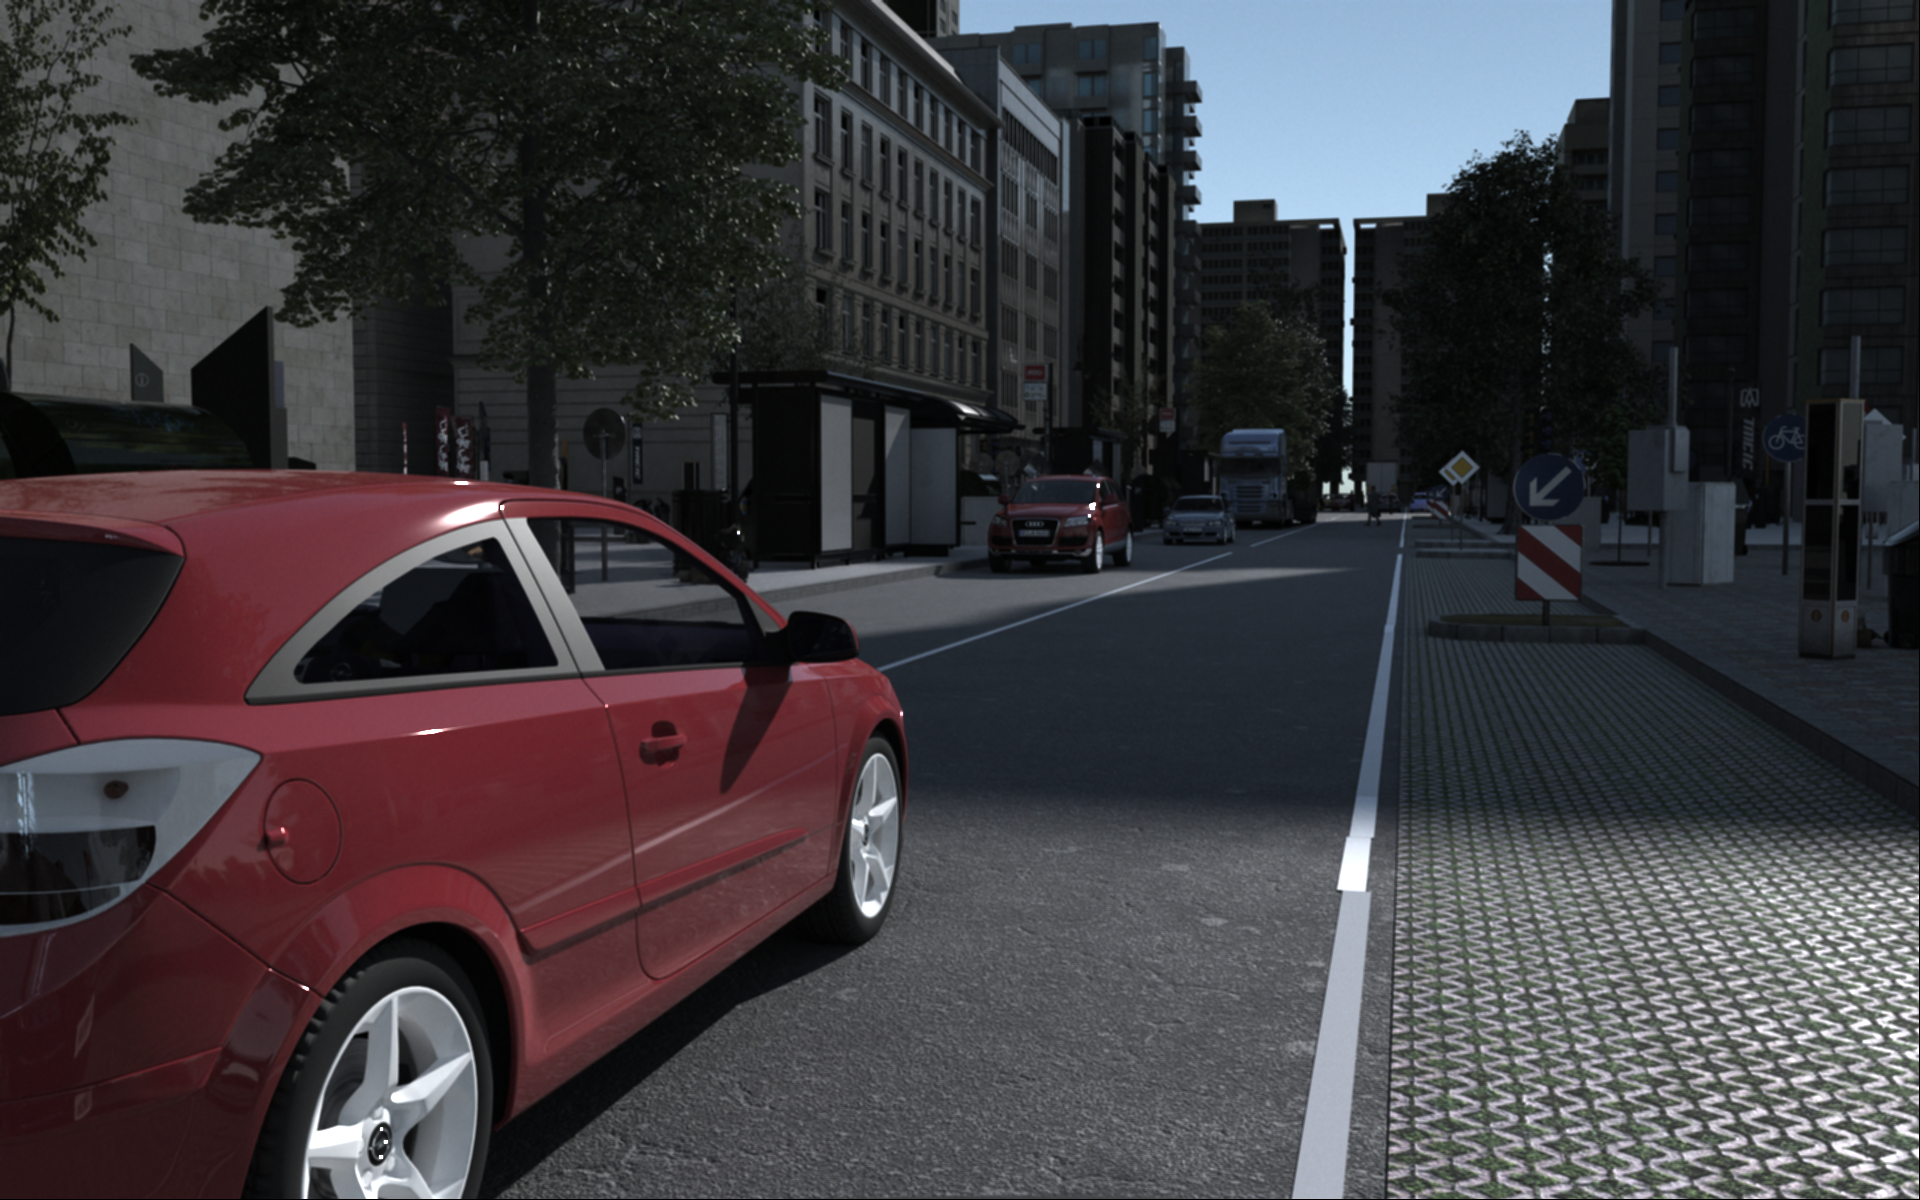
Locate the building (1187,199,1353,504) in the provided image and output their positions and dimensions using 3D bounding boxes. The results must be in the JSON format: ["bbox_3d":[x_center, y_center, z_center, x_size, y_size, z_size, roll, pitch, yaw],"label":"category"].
[{"bbox_3d":[39.136,-33.014,231.657,23.993,40.220,32.217,1,4,14],"label":"building"}]

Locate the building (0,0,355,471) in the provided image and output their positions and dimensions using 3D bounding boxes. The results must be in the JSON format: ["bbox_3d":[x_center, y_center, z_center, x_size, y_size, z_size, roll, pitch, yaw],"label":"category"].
[{"bbox_3d":[-21.470,-10.781,31.028,16.860,20.320,10.420,1,4,14],"label":"building"}]

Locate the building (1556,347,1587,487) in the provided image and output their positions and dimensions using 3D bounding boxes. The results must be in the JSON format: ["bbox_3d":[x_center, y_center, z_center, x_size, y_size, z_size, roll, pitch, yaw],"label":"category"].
[{"bbox_3d":[71.412,-19.415,162.473,27.650,21.520,28.899,1,4,14],"label":"building"}]

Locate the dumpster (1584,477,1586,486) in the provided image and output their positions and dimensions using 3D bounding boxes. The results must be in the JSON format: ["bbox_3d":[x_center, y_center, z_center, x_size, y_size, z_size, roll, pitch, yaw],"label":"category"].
[{"bbox_3d":[23.663,-3.999,67.872,1.502,2.255,1.985,1,4,15],"label":"dumpster"}]

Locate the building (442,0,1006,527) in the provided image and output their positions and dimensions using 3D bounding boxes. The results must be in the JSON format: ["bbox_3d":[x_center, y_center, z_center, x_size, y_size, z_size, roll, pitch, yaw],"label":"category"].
[{"bbox_3d":[-9.158,-15.032,79.053,16.112,22.955,30.059,1,4,14],"label":"building"}]

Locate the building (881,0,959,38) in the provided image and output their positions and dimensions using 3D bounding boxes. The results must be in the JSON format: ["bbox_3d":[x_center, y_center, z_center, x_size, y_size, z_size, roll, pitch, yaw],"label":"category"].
[{"bbox_3d":[-12.551,-48.935,238.331,20.611,71.187,20.563,1,4,14],"label":"building"}]

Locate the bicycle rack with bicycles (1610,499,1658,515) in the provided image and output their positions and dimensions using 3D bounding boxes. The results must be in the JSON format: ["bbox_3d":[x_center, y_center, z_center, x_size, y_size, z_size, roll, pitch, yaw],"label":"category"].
[{"bbox_3d":[44.222,-6.185,114.508,2.852,0.926,2.925,0,4,0],"label":"bicycle rack with bicycles"}]

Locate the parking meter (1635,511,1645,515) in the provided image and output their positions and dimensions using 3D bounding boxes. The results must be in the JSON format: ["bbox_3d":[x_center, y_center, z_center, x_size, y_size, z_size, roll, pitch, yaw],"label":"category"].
[{"bbox_3d":[28.689,-3.953,73.039,0.372,1.533,0.369,0,3,0],"label":"parking meter"}]

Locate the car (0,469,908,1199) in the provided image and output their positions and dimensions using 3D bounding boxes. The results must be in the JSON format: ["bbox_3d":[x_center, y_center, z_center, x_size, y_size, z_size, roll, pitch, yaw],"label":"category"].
[{"bbox_3d":[-1.437,0.278,4.496,2.155,1.783,4.494,1,4,14],"label":"car"}]

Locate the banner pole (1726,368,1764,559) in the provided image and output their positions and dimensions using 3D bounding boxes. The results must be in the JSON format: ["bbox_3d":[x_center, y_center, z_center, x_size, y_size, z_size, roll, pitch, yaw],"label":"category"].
[{"bbox_3d":[15.400,-2.701,34.184,0.401,3.779,0.863,-3,4,-37],"label":"banner pole"}]

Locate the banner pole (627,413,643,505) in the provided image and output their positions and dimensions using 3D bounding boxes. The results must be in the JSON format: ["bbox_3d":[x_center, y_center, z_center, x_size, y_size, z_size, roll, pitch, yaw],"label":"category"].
[{"bbox_3d":[-10.071,-3.887,53.566,0.401,3.779,0.863,2,4,29],"label":"banner pole"}]

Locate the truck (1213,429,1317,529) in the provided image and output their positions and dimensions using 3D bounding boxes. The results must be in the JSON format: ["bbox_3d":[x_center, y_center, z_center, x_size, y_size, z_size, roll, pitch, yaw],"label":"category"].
[{"bbox_3d":[13.927,-5.349,77.214,2.967,4.110,18.799,1,4,16],"label":"truck"}]

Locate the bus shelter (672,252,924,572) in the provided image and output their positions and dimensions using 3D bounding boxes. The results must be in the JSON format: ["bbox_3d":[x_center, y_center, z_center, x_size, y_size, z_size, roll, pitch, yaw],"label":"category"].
[{"bbox_3d":[-2.871,-3.257,30.880,2.179,5.291,8.768,1,4,14],"label":"bus shelter"}]

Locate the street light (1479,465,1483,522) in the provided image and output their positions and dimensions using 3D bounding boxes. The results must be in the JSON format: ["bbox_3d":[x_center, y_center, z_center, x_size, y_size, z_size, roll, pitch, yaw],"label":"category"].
[{"bbox_3d":[24.273,-6.589,80.522,0.468,5.910,1.993,1,4,14],"label":"street light"}]

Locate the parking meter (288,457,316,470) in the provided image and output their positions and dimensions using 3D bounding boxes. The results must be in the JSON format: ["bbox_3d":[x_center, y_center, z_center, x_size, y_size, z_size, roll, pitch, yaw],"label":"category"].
[{"bbox_3d":[-10.465,-1.340,27.621,0.255,1.863,0.399,3,5,40],"label":"parking meter"}]

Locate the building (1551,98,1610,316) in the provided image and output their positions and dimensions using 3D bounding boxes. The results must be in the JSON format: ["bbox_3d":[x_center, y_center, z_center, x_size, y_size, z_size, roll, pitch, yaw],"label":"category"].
[{"bbox_3d":[84.361,-36.089,213.752,21.600,48.544,21.300,1,4,14],"label":"building"}]

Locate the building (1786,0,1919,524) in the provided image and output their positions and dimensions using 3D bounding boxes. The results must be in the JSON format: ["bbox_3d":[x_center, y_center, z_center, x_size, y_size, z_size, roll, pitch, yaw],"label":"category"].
[{"bbox_3d":[45.399,-24.126,78.057,14.154,41.232,14.086,1,4,14],"label":"building"}]

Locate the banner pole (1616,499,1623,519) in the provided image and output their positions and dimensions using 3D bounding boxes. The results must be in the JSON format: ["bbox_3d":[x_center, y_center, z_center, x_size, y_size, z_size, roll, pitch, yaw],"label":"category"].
[{"bbox_3d":[34.729,-6.157,90.677,0.863,3.779,0.401,-3,5,-45],"label":"banner pole"}]

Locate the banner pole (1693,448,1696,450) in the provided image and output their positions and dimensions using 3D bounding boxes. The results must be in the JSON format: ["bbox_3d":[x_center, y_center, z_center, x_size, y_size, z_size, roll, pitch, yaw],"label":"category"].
[{"bbox_3d":[34.787,-5.657,82.513,0.401,3.779,0.863,-1,4,-13],"label":"banner pole"}]

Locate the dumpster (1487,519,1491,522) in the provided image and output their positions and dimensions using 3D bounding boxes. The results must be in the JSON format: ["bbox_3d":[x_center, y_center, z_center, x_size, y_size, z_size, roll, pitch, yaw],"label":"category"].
[{"bbox_3d":[25.248,-4.592,80.833,1.264,1.857,1.865,1,4,14],"label":"dumpster"}]

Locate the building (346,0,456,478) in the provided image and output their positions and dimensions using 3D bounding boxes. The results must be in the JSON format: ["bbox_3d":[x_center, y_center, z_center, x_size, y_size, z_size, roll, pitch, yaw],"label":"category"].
[{"bbox_3d":[-33.216,-17.048,75.991,25.104,27.353,12.463,1,4,14],"label":"building"}]

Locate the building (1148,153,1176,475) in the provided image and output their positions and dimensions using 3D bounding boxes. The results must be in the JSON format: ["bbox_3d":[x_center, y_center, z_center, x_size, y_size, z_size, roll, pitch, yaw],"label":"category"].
[{"bbox_3d":[10.364,-22.975,147.335,14.160,30.474,14.107,1,4,14],"label":"building"}]

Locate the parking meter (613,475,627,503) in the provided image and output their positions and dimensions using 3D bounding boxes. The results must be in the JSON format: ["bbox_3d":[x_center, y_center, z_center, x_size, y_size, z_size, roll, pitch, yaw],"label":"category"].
[{"bbox_3d":[-10.673,-2.979,54.416,0.399,1.863,0.255,0,3,0],"label":"parking meter"}]

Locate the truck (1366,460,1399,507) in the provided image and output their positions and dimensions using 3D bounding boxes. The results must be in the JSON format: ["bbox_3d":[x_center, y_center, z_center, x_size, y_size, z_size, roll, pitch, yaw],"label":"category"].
[{"bbox_3d":[35.688,-9.637,146.483,2.839,4.237,11.283,1,4,14],"label":"truck"}]

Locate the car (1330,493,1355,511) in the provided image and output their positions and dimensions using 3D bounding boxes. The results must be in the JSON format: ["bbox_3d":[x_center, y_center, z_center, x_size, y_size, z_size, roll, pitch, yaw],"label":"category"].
[{"bbox_3d":[32.321,-8.396,146.314,2.155,1.783,4.494,1,4,14],"label":"car"}]

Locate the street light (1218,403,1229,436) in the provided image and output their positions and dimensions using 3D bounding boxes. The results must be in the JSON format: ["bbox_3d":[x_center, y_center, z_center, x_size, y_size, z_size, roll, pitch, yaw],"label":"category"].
[{"bbox_3d":[13.356,-7.044,87.961,0.468,5.910,1.993,1,4,14],"label":"street light"}]

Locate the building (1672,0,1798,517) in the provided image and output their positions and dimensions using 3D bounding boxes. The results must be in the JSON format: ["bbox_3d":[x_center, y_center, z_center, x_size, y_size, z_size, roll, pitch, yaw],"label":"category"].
[{"bbox_3d":[48.676,-20.099,100.320,14.160,30.474,14.107,1,4,14],"label":"building"}]

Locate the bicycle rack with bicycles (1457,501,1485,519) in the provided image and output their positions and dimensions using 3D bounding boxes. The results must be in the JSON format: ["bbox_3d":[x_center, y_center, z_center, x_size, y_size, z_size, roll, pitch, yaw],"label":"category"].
[{"bbox_3d":[27.278,-4.694,90.132,2.925,0.926,2.852,0,4,-1],"label":"bicycle rack with bicycles"}]

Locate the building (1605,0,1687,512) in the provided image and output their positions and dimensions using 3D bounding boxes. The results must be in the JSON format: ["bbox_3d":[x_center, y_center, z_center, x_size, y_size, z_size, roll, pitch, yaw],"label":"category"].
[{"bbox_3d":[61.586,-36.235,134.440,21.231,58.520,28.212,1,4,14],"label":"building"}]

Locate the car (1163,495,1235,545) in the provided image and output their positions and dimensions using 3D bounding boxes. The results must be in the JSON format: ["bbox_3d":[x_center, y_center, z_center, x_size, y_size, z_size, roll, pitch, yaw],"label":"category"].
[{"bbox_3d":[6.945,-2.327,50.054,2.014,1.417,4.499,1,4,14],"label":"car"}]

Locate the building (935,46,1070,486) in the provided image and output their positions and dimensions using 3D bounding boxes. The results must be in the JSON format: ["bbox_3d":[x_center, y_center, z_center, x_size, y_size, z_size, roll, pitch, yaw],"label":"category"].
[{"bbox_3d":[-1.336,-17.422,102.869,12.078,24.808,19.932,1,4,14],"label":"building"}]

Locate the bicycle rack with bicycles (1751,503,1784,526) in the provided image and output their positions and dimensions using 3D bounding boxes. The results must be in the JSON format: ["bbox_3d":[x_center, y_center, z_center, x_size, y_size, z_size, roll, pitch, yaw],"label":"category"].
[{"bbox_3d":[32.167,-3.495,70.517,2.925,0.926,2.852,0,4,-5],"label":"bicycle rack with bicycles"}]

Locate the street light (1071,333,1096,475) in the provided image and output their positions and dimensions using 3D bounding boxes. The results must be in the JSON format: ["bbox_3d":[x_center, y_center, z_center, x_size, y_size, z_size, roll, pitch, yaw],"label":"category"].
[{"bbox_3d":[3.560,-4.721,49.981,0.468,5.910,1.993,1,4,14],"label":"street light"}]

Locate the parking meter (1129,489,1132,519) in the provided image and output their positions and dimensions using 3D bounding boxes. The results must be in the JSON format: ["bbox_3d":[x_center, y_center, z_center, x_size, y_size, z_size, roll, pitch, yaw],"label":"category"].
[{"bbox_3d":[8.159,-4.525,82.391,0.372,1.533,0.369,0,3,0],"label":"parking meter"}]

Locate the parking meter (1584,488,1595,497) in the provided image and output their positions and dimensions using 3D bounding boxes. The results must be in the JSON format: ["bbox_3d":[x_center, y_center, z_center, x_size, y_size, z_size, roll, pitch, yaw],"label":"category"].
[{"bbox_3d":[23.599,-3.457,64.931,0.372,1.533,0.369,0,3,0],"label":"parking meter"}]

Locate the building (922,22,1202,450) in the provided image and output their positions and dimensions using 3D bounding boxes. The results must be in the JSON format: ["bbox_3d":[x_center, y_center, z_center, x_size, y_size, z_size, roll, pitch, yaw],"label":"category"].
[{"bbox_3d":[9.202,-34.273,179.973,30.456,49.044,23.786,1,4,14],"label":"building"}]

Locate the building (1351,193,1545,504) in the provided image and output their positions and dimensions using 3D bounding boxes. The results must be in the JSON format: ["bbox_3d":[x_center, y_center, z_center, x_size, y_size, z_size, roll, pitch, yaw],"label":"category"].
[{"bbox_3d":[63.418,-32.688,226.324,23.993,40.220,32.217,1,4,14],"label":"building"}]

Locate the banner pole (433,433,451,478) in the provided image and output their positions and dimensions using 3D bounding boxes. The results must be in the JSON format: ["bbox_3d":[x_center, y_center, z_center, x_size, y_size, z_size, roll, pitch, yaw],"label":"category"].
[{"bbox_3d":[-21.144,-4.931,70.633,0.863,3.779,0.401,0,4,-7],"label":"banner pole"}]

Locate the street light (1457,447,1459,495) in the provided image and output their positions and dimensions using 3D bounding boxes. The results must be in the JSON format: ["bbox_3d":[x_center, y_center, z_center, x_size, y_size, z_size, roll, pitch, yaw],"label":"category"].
[{"bbox_3d":[34.080,-8.913,118.510,0.468,5.910,1.993,1,4,14],"label":"street light"}]

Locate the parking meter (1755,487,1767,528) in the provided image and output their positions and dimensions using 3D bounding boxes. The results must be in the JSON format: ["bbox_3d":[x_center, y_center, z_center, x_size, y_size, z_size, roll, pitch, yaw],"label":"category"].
[{"bbox_3d":[30.073,-3.464,65.041,0.372,1.533,0.369,0,3,0],"label":"parking meter"}]

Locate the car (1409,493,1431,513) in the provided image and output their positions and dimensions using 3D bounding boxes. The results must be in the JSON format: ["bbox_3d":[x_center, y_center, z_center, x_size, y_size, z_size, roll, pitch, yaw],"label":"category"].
[{"bbox_3d":[35.004,-7.445,131.319,1.945,1.707,3.694,1,4,15],"label":"car"}]

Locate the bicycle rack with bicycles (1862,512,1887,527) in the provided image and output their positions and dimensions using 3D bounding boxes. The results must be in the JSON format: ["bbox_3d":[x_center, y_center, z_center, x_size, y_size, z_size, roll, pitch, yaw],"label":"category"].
[{"bbox_3d":[34.776,-3.321,67.687,2.925,0.926,2.852,-2,4,-27],"label":"bicycle rack with bicycles"}]

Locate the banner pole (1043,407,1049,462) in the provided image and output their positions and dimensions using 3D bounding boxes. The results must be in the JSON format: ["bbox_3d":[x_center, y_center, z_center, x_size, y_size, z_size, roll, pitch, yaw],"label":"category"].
[{"bbox_3d":[2.495,-3.663,49.910,0.401,3.779,0.863,0,4,-7],"label":"banner pole"}]

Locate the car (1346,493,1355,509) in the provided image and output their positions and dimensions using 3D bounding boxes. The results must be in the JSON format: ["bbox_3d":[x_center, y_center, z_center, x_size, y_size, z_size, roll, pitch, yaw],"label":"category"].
[{"bbox_3d":[36.621,-9.484,164.651,1.945,1.707,3.694,1,4,16],"label":"car"}]

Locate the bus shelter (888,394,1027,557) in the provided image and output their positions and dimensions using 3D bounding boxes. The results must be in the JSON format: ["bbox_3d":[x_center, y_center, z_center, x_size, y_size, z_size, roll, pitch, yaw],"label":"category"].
[{"bbox_3d":[-0.130,-2.684,37.815,2.014,3.302,5.546,1,4,15],"label":"bus shelter"}]

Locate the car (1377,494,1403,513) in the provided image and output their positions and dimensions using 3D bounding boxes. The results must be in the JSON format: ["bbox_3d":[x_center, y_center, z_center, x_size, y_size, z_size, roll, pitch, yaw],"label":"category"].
[{"bbox_3d":[33.029,-7.415,133.240,2.014,1.417,4.499,1,4,15],"label":"car"}]

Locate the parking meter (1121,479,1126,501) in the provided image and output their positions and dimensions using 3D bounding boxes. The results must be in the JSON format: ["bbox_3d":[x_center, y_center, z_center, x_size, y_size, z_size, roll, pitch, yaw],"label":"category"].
[{"bbox_3d":[6.324,-3.786,67.619,0.255,1.863,0.399,-1,4,-13],"label":"parking meter"}]

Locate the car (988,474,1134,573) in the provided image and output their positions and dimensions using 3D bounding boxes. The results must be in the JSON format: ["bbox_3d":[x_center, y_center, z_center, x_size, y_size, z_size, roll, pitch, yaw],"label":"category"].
[{"bbox_3d":[2.000,-1.495,33.113,2.281,1.827,5.304,1,4,15],"label":"car"}]

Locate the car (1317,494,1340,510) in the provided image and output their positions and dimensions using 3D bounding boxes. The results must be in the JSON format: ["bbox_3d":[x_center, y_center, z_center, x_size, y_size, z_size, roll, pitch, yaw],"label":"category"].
[{"bbox_3d":[32.505,-8.702,152.503,2.015,1.641,3.980,1,4,16],"label":"car"}]

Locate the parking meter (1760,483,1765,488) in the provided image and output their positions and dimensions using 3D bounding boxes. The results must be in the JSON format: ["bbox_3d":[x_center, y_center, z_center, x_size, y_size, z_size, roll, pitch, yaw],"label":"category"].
[{"bbox_3d":[41.592,-5.128,89.558,0.399,1.863,0.255,3,5,43],"label":"parking meter"}]

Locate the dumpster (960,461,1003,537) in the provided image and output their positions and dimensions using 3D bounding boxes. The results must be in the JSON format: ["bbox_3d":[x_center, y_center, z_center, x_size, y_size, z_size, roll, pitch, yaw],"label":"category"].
[{"bbox_3d":[0.307,-2.947,50.681,1.502,2.255,1.985,1,4,14],"label":"dumpster"}]

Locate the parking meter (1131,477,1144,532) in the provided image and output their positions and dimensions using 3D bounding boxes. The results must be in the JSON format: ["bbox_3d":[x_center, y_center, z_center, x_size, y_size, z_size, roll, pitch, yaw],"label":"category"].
[{"bbox_3d":[5.966,-3.213,58.248,0.399,1.863,0.255,0,4,5],"label":"parking meter"}]

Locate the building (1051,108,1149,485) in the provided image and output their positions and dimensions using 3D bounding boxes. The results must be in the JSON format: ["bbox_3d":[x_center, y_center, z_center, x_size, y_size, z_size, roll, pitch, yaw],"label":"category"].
[{"bbox_3d":[6.224,-22.150,133.859,14.160,30.474,14.107,1,4,14],"label":"building"}]

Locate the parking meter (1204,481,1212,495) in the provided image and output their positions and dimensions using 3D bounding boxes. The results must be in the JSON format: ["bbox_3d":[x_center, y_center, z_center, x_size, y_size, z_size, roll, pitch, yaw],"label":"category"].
[{"bbox_3d":[11.269,-4.468,78.769,0.255,1.863,0.399,2,4,34],"label":"parking meter"}]
